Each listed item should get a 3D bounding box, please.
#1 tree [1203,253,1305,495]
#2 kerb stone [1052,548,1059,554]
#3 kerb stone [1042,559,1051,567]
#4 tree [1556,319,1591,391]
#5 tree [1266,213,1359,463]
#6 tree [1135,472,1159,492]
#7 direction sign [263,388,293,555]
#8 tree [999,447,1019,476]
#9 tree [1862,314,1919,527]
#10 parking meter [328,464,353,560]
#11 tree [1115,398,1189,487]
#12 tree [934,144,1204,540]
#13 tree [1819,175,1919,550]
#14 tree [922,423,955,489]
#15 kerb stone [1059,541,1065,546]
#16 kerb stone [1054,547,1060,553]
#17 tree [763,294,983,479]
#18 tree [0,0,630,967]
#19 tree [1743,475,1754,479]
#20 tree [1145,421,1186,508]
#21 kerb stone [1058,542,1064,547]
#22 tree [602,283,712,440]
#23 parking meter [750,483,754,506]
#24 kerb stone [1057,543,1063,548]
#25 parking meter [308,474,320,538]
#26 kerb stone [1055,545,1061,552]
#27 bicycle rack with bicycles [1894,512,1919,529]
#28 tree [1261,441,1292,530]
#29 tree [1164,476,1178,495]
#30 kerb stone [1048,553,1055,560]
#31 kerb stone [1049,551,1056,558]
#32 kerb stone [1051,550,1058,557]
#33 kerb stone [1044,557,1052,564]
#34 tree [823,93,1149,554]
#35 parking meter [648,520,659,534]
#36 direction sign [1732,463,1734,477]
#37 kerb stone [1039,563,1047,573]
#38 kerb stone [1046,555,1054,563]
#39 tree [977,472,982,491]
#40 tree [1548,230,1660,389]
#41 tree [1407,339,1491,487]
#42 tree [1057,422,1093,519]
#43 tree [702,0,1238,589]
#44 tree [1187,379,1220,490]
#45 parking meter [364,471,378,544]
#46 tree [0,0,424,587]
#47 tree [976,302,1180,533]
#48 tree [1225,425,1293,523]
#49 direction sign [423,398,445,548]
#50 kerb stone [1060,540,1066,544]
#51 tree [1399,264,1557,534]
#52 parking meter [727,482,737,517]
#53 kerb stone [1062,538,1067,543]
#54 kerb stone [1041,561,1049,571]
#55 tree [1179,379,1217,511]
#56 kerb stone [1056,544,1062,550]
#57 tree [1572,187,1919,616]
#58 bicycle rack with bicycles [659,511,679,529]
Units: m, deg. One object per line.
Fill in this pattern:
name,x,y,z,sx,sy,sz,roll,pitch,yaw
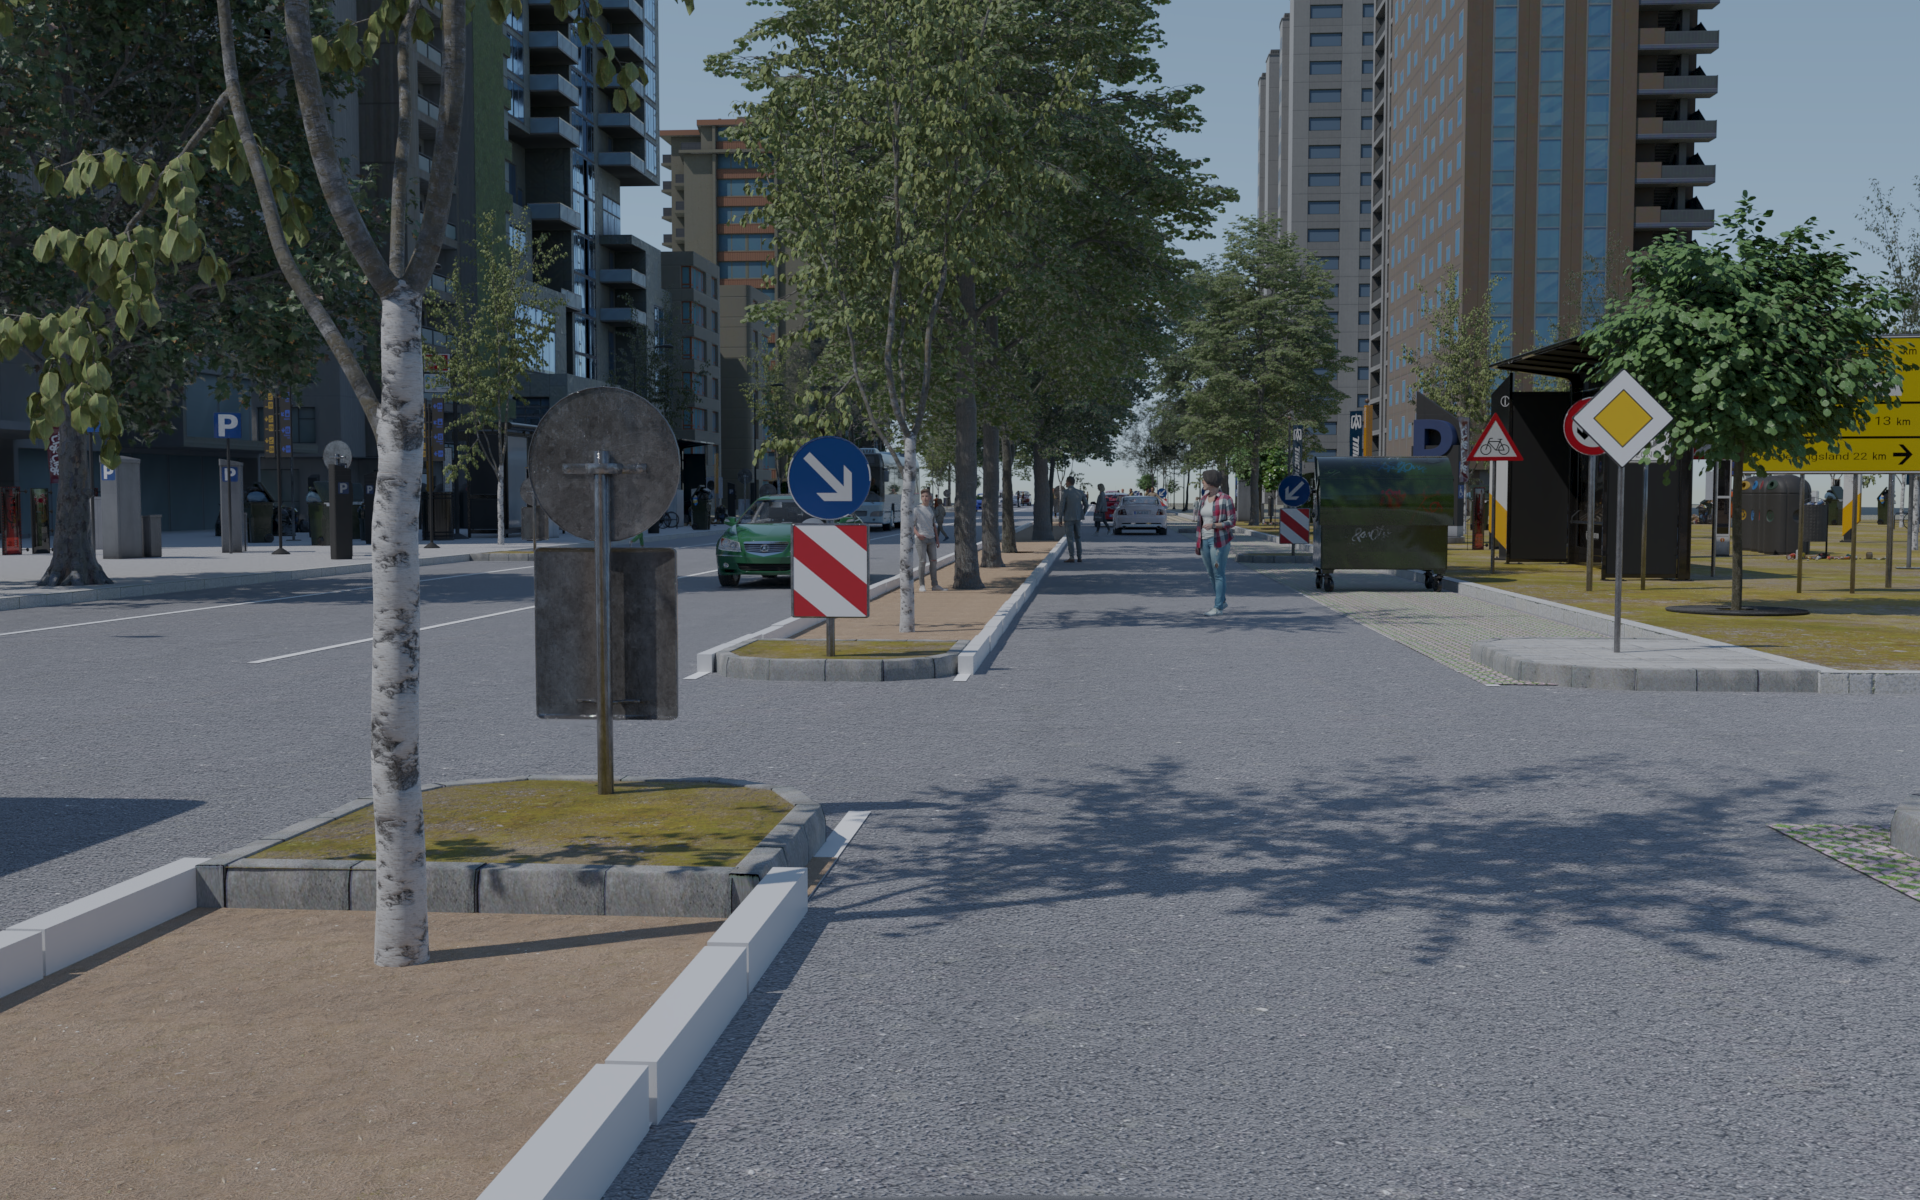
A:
tree,14.005,-11.283,91.137,9.857,13.997,8.962,0,3,0
kerb stone,2.075,-1.008,38.719,0.120,0.150,1.000,0,4,5
kerb stone,1.592,-0.636,32.599,0.120,0.150,1.000,0,4,5
tree,25.450,-7.445,72.085,4.737,8.622,4.395,0,3,0
tree,12.356,-9.296,70.114,7.486,12.596,7.792,0,3,0
tree,25.676,-15.458,236.448,4.285,4.588,4.351,0,3,0
direction sign,-14.448,-2.737,36.742,0.876,3.537,0.379,2,4,31
tree,3.835,-20.307,242.394,12.009,13.543,11.850,0,3,0
tree,36.366,-7.117,66.728,4.737,8.622,4.395,0,3,0
parking meter,-12.132,-1.728,33.963,0.255,1.863,0.399,3,5,42
tree,23.895,-18.620,214.802,12.009,13.543,11.850,0,3,0
tree,2.568,-8.808,53.130,9.857,13.997,8.962,0,3,0
tree,21.601,-5.441,39.330,4.360,8.622,3.978,0,3,0
tree,-2.076,-13.223,166.558,4.360,8.622,3.978,0,3,0
kerb stone,2.575,-1.380,44.831,0.120,0.150,1.000,0,4,5
kerb stone,2.165,-1.073,39.736,0.120,0.150,1.000,0,4,5
tree,-6.812,-11.732,102.193,12.009,13.543,11.850,0,3,0
tree,-1.723,-3.207,5.261,4.737,8.622,4.395,0,3,0
tree,38.662,-8.224,84.829,4.360,8.622,3.978,0,3,0
tree,19.210,-12.840,160.303,4.360,8.622,3.978,0,3,0
kerb stone,2.493,-1.322,43.811,0.120,0.150,1.000,0,4,5
tree,-10.827,-6.778,61.175,4.360,8.622,3.978,0,3,0
parking meter,-10.560,-5.048,88.250,0.255,1.863,0.399,-1,4,-12
kerb stone,2.420,-1.260,42.792,0.120,0.150,1.000,0,4,5
parking meter,-19.087,-2.783,51.212,0.255,1.863,0.399,0,4,-3
kerb stone,2.246,-1.135,40.755,0.120,0.150,1.000,0,4,5
bicycle rack with bicycles,35.139,-2.978,62.072,2.925,0.926,2.852,-1,4,-16
tree,11.387,-4.168,62.741,1.663,3.219,1.824,0,3,0
tree,22.179,-11.404,181.053,1.663,3.219,1.824,0,3,0
kerb stone,1.836,-0.823,35.656,0.120,0.150,1.000,0,4,5
kerb stone,1.913,-0.885,36.677,0.120,0.150,1.000,0,4,5
kerb stone,2.000,-0.948,37.699,0.120,0.150,1.000,0,4,5
kerb stone,1.667,-0.699,33.618,0.120,0.150,1.000,0,4,5
tree,1.087,-6.942,41.710,9.928,11.665,9.643,0,3,0
parking meter,-9.981,-2.934,56.385,0.372,1.533,0.369,0,3,0
direction sign,34.309,-5.247,77.783,0.876,3.537,0.379,1,4,17
kerb stone,1.413,-0.506,30.558,0.120,0.150,1.000,0,4,5
kerb stone,1.753,-0.761,34.637,0.120,0.150,1.000,0,4,5
tree,0.962,-13.551,205.273,4.285,4.588,4.351,0,3,0
tree,18.816,-6.047,49.231,4.360,8.622,3.978,0,3,0
tree,22.966,-8.012,81.353,4.360,8.622,3.978,0,3,0
tree,5.157,-8.250,87.709,4.360,8.622,3.978,0,3,0
tree,0.175,-6.407,25.340,7.486,12.596,7.792,0,3,0
tree,14.979,-9.234,101.345,4.737,8.622,4.395,0,3,0
parking meter,-15.059,-2.368,44.434,0.399,1.863,0.255,1,4,21
tree,-12.472,-6.561,24.287,9.611,12.733,9.660,0,3,0
tree,3.164,-7.655,62.026,8.767,10.594,7.601,0,4,5
tree,13.473,-5.717,77.183,4.285,4.588,4.351,0,3,0
direction sign,-12.520,-2.994,40.956,0.876,3.537,0.379,2,4,26
kerb stone,2.658,-1.446,45.853,0.120,0.150,1.000,0,4,5
tree,16.032,-6.393,54.888,4.737,8.622,4.395,0,3,0
parking meter,-10.940,-4.736,83.140,0.399,1.863,0.255,0,4,4
kerb stone,2.824,-1.568,47.890,0.120,0.150,1.000,0,4,5
kerb stone,1.506,-0.571,31.581,0.120,0.150,1.000,0,4,5
tree,17.939,-12.239,134.524,7.601,10.594,8.767,1,4,15
kerb stone,2.331,-1.195,41.774,0.120,0.150,1.000,0,4,5
tree,8.456,-2.146,18.801,4.285,4.588,4.351,0,3,0
bicycle rack with bicycles,-11.743,-3.123,64.441,2.925,0.926,2.852,-1,4,-18
